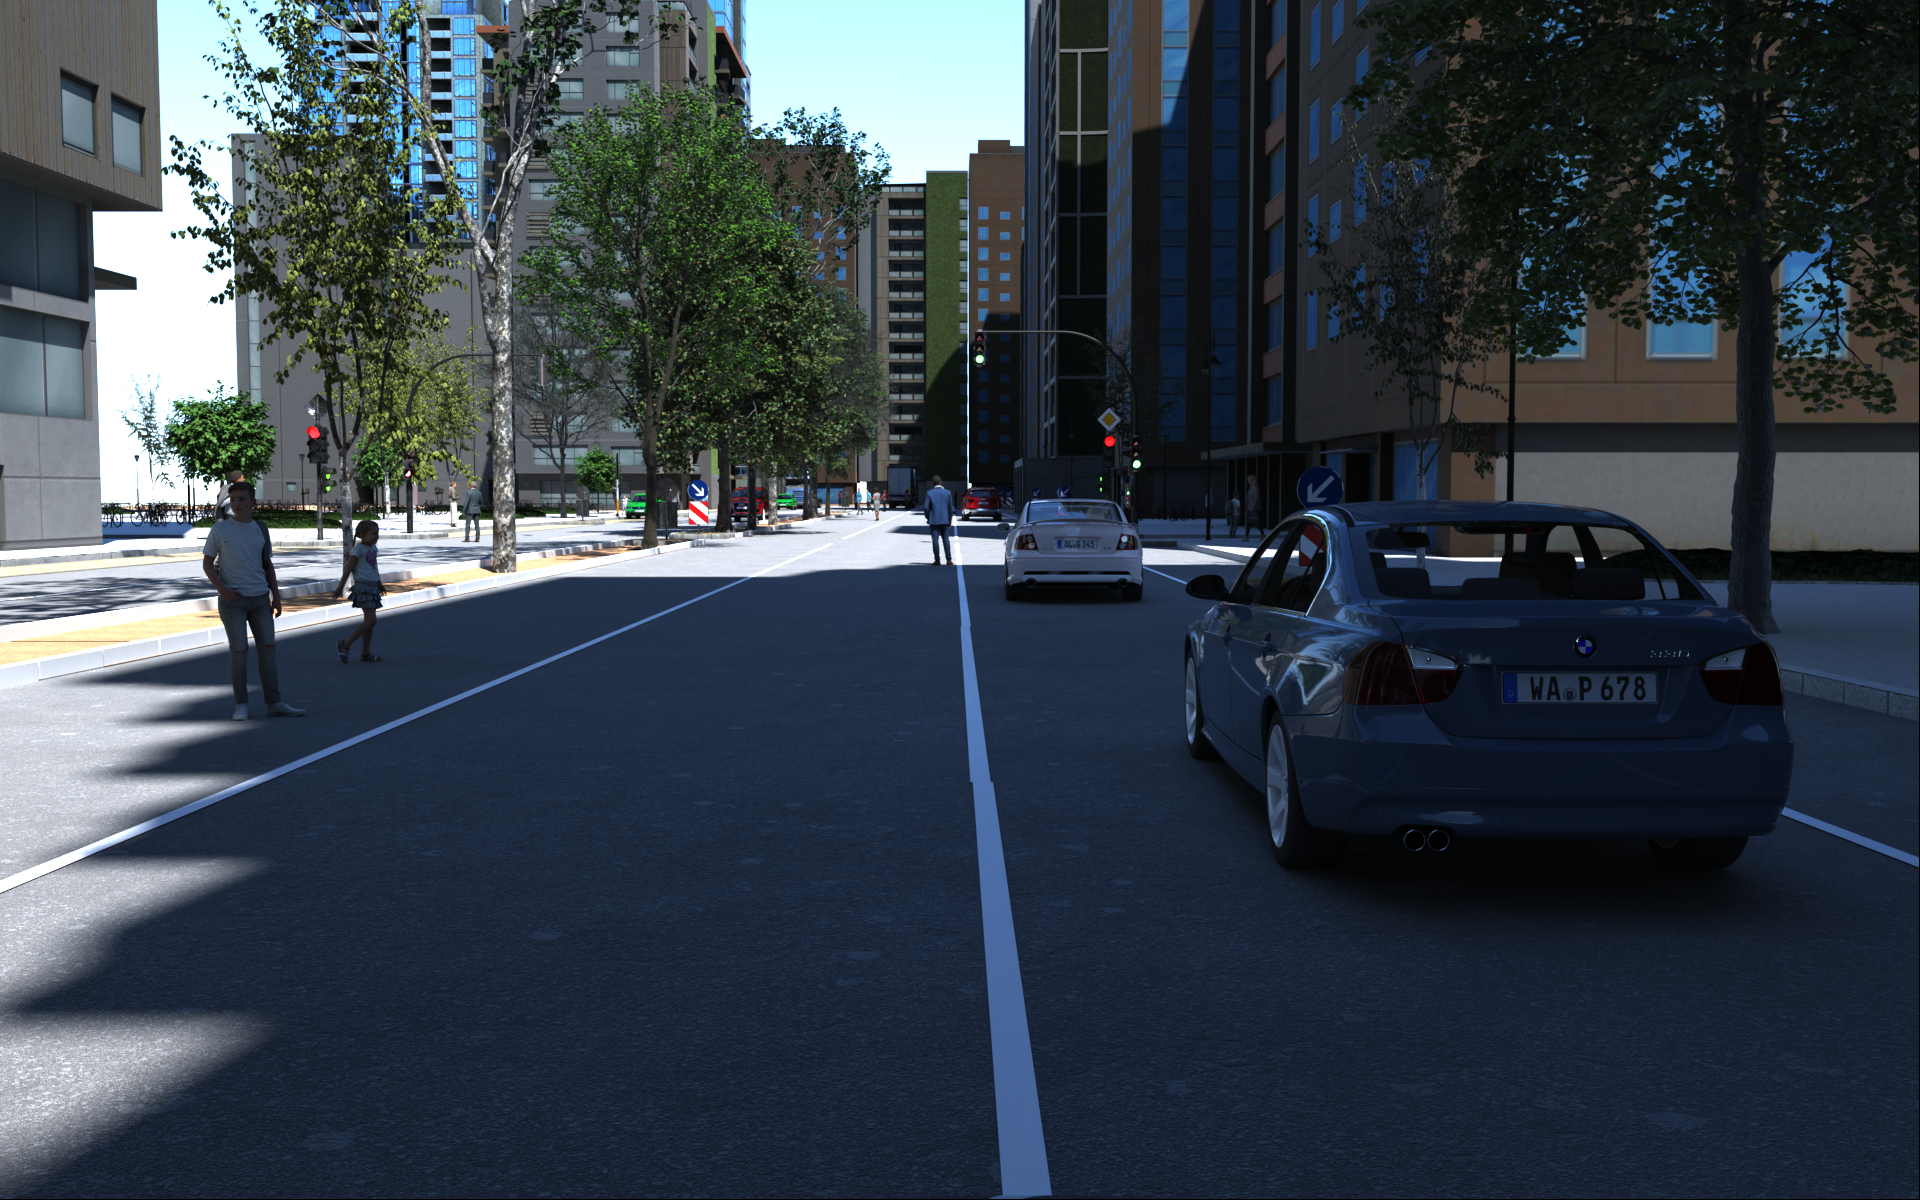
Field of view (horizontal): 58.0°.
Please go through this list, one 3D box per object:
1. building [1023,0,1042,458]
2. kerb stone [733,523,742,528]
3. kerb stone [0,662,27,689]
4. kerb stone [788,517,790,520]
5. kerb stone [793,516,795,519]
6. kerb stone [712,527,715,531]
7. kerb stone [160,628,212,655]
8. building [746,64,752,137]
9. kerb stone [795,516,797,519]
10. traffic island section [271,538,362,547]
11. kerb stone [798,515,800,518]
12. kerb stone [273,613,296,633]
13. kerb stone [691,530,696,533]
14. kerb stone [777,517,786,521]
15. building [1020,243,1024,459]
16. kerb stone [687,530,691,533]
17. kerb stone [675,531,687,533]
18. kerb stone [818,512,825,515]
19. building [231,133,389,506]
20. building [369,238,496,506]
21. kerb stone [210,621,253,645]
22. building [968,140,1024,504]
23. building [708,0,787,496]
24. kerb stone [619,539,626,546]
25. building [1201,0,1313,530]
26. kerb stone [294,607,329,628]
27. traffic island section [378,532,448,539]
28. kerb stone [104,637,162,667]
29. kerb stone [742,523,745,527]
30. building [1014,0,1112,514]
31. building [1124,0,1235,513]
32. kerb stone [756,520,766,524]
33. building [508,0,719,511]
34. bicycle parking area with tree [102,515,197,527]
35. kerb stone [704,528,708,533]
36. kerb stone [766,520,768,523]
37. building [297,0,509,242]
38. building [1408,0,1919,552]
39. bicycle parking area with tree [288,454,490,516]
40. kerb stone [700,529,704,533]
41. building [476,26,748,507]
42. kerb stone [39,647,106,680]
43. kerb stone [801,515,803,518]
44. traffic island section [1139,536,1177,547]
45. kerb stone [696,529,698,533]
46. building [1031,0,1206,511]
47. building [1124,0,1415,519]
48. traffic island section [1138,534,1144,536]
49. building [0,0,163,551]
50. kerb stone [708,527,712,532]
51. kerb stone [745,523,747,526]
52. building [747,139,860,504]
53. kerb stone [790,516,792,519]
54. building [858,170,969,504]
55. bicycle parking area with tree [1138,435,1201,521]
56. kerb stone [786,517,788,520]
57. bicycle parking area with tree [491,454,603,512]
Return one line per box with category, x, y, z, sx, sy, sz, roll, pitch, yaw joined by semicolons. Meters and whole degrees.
building;17.089;-38.930;178.500;21.231;58.520;28.212;0;4;0
kerb stone;-9.510;-3.152;73.734;0.120;0.150;1.000;0;4;0
kerb stone;-7.118;0.576;12.774;0.120;0.150;1.000;0;4;0
kerb stone;-9.619;-4.469;95.267;0.120;0.150;1.000;0;4;0
kerb stone;-9.627;-4.657;98.337;0.120;0.150;1.000;0;4;0
kerb stone;-9.472;-2.651;65.546;0.120;0.150;1.000;0;4;0
kerb stone;-7.143;0.389;15.841;0.120;0.150;1.000;0;4;0
building;-41.367;-41.761;224.798;28.212;58.520;21.231;0;4;0
kerb stone;-9.627;-4.720;99.359;0.120;0.150;1.000;0;4;0
traffic island section;-17.849;-1.591;48.289;2.009;0.180;2.903;0;4;0
kerb stone;-9.639;-4.845;101.407;0.120;0.150;1.000;0;4;0
kerb stone;-7.140;0.264;17.884;0.120;0.150;1.000;0;4;0
kerb stone;-9.445;-2.338;60.429;0.120;0.150;1.000;0;4;0
kerb stone;-9.598;-4.344;93.222;0.120;0.150;1.000;0;4;0
building;13.869;-26.224;200.462;14.160;30.474;14.107;0;4;0
kerb stone;-9.442;-2.276;59.407;0.120;0.150;1.000;0;4;0
kerb stone;-9.438;-2.208;58.378;0.120;0.150;1.000;0;4;0
kerb stone;-9.734;-6.098;121.897;0.120;0.150;1.000;0;4;0
building;-73.678;-31.539;199.259;14.086;41.232;14.154;0;4;0
building;-58.792;-26.187;199.854;14.107;30.474;14.160;0;4;0
kerb stone;-7.147;0.326;16.862;0.120;0.150;1.000;0;4;0
building;8.237;-34.979;222.023;14.200;45.320;14.600;0;4;0
building;-36.218;-53.893;193.819;31.000;86.520;22.319;0;4;0
kerb stone;-9.395;-1.550;47.535;0.120;0.150;1.000;0;4;0
building;24.415;-25.211;66.832;28.867;44.769;22.147;0;4;0
kerb stone;-7.153;0.201;18.906;0.120;0.150;1.000;0;4;0
traffic island section;-17.886;-2.079;56.274;2.009;0.180;2.903;0;4;0
kerb stone;-7.143;0.451;14.819;0.120;0.150;1.000;0;4;0
kerb stone;-9.511;-3.216;74.772;0.120;0.150;1.000;0;4;0
building;14.408;-41.686;119.818;20.563;71.187;20.611;0;4;0
building;13.884;-30.133;142.783;14.600;45.320;14.200;0;4;0
kerb stone;-9.549;-3.717;82.972;0.120;0.150;1.000;0;4;0
building;-27.376;-27.851;138.966;14.154;41.232;14.086;0;4;0
bicycle parking area with tree;-33.923;-5.141;71.050;9.016;4.147;8.231;3;5;40
kerb stone;-9.465;-2.526;63.502;0.120;0.150;1.000;0;4;0
kerb stone;-9.554;-3.777;83.994;0.120;0.150;1.000;0;4;0
building;-71.440;-55.726;223.790;31.000;86.520;22.319;0;4;0
building;16.395;-23.863;40.271;14.600;45.320;14.200;0;4;0
bicycle parking area with tree;-34.890;-7.277;105.989;9.016;4.147;8.231;1;4;9
kerb stone;-9.458;-2.464;62.480;0.120;0.150;1.000;0;4;0
building;-31.609;-30.950;160.653;22.147;44.769;28.867;0;4;0
kerb stone;-7.128;0.514;13.796;0.120;0.150;1.000;0;4;0
kerb stone;-9.638;-4.970;103.453;0.120;0.150;1.000;0;4;0
traffic island section;4.892;-1.597;48.390;2.009;0.180;2.903;0;4;0
kerb stone;-9.446;-2.399;61.451;0.120;0.150;1.000;0;4;0
building;13.598;-31.003;157.005;14.600;45.320;14.200;0;4;0
building;15.655;-27.226;95.255;14.600;45.320;14.200;0;4;0
traffic island section;4.855;-2.085;56.375;2.009;0.180;2.903;0;4;0
building;-33.702;-27.003;30.735;27.495;52.752;28.713;0;4;0
kerb stone;-9.463;-2.589;64.524;0.120;0.150;1.000;0;4;0
kerb stone;-9.516;-3.278;75.795;0.120;0.150;1.000;0;4;0
building;-20.143;-34.942;221.419;14.200;45.320;14.600;0;4;0
kerb stone;-9.614;-4.532;96.289;0.120;0.150;1.000;0;4;0
building;-5.902;-32.894;221.410;14.086;41.232;14.154;0;4;0
bicycle parking area with tree;12.580;-5.939;84.111;8.231;4.147;9.016;2;4;31
kerb stone;-9.600;-4.403;94.245;0.120;0.150;1.000;0;4;0
bicycle parking area with tree;-29.559;-8.183;120.802;8.231;4.147;9.016;-3;5;-41
